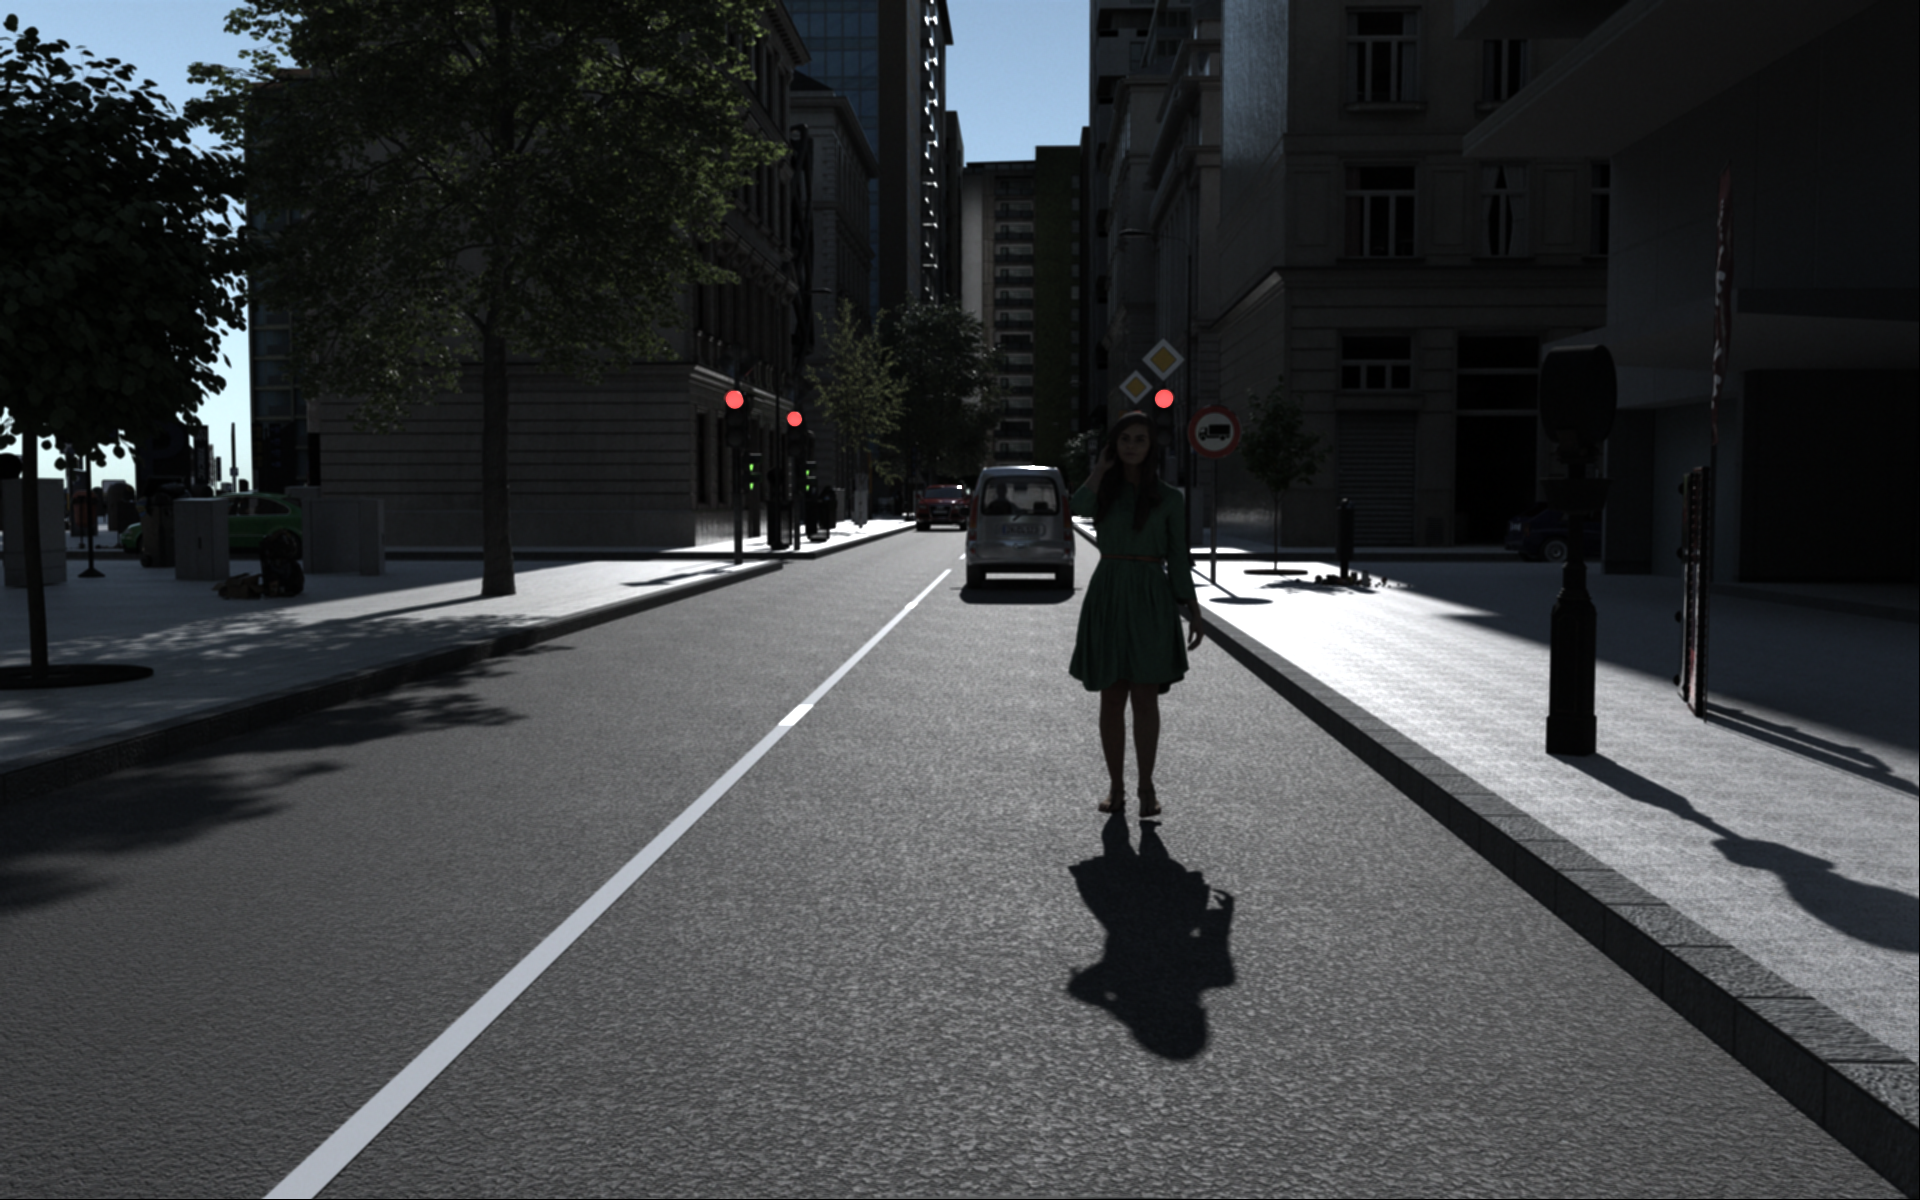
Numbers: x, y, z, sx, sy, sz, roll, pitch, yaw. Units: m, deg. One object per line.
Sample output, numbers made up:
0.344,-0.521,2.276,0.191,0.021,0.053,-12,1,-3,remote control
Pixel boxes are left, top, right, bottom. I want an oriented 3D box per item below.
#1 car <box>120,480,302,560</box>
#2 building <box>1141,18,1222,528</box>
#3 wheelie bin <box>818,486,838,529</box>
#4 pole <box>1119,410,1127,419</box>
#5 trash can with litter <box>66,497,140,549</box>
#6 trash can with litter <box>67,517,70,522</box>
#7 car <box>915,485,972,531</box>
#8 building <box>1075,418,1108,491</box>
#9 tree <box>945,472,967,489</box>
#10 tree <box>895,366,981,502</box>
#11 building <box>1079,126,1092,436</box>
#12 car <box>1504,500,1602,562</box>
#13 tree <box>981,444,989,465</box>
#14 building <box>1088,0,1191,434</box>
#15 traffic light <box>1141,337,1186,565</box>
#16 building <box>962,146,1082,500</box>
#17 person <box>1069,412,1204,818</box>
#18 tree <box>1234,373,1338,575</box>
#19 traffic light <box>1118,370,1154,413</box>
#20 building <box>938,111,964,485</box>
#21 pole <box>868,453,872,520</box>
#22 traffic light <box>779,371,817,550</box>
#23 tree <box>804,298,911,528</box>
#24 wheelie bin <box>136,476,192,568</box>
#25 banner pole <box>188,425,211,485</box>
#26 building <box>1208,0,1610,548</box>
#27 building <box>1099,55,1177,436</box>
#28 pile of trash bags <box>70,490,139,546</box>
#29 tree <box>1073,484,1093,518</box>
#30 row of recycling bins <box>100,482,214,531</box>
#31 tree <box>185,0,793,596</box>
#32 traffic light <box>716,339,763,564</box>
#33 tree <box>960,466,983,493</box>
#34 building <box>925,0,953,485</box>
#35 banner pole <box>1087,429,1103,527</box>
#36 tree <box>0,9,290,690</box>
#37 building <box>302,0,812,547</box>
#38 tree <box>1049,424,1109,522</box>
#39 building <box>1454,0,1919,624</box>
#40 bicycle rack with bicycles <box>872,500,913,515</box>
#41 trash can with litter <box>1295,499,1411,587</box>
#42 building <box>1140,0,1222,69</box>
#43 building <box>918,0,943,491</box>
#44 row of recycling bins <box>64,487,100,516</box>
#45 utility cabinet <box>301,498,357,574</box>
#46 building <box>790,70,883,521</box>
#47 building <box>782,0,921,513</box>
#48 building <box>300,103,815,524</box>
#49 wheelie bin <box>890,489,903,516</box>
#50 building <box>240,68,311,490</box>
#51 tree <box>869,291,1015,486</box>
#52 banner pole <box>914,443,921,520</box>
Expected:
-15.232,-1.696,36.533,4.718,1.807,1.959,0,4,2,car
15.353,-14.341,76.271,13.314,21.916,24.055,0,4,2,building
-4.923,-3.468,64.607,0.693,1.594,0.980,-1,4,-20,wheelie bin
3.972,-2.962,42.265,0.158,3.312,0.155,0,3,0,pole
-20.060,-1.825,40.897,2.233,1.210,1.678,-3,5,-41,trash can with litter
-38.304,-3.909,75.299,0.624,1.170,1.055,1,4,20,trash can with litter
-0.607,-3.726,69.599,2.281,1.827,5.304,0,4,4,car
21.964,-45.127,176.074,20.563,71.187,20.611,0,4,2,building
-0.415,-9.195,144.943,1.663,3.219,1.824,0,3,0,tree
-1.979,-9.203,100.837,4.737,8.622,4.395,0,3,0,tree
21.401,-34.011,206.190,14.200,45.320,14.600,0,4,2,building
13.065,-1.359,34.795,3.894,1.354,1.945,0,4,3,car
1.047,-13.489,170.909,4.737,8.622,4.395,0,3,0,tree
25.212,-34.449,152.480,28.713,52.752,27.495,0,4,2,building
3.630,-2.586,31.205,0.839,4.253,0.868,0,4,2,traffic light
7.253,-31.979,206.456,14.086,41.232,14.154,0,4,2,building
0.775,0.062,7.736,0.600,1.795,0.529,0,3,0,person
5.212,-2.029,27.771,1.663,3.219,1.824,0,3,0,tree
3.949,-3.074,39.184,0.839,4.253,0.868,0,4,2,traffic light
-10.443,-35.875,210.263,21.600,48.544,21.300,0,4,2,building
-4.424,-5.581,85.091,0.158,3.312,0.155,0,3,0,pole
-3.707,-3.092,39.473,0.839,4.253,0.868,0,4,2,traffic light
-3.710,-6.975,64.403,4.360,8.622,3.978,0,3,0,tree
-13.923,-1.377,30.424,0.693,1.594,0.980,2,4,30,wheelie bin
-24.319,-3.985,55.168,0.863,3.779,0.401,-3,5,-41,banner pole
22.244,-13.114,47.690,30.059,22.955,16.112,0,4,2,building
14.805,-18.571,100.900,12.463,27.353,25.104,0,4,2,building
-20.438,-2.055,43.348,3.447,1.369,1.912,0,4,-5,pile of trash bags
6.651,-5.960,92.042,1.663,3.219,1.824,0,3,0,tree
-28.381,-3.328,61.519,3.534,1.692,1.069,-3,5,-43,row of recycling bins
-5.485,-6.329,21.605,7.486,12.596,7.792,0,3,0,tree
-4.026,-2.604,31.494,0.839,4.253,0.868,0,4,2,traffic light
1.572,-12.155,182.445,4.285,4.588,4.351,0,3,0,tree
-15.021,-35.800,174.571,27.495,52.752,28.713,0,4,2,building
5.247,-4.699,66.841,0.863,3.779,0.401,-2,4,-31,banner pole
-6.347,-1.728,11.971,4.285,4.588,4.351,0,3,0,tree
-10.783,-11.388,50.822,10.561,19.102,19.286,0,4,2,building
6.452,-6.150,84.263,4.285,4.588,4.351,0,3,0,tree
20.885,-25.954,13.590,28.713,52.752,27.495,0,4,2,building
-4.367,-5.776,107.818,2.925,0.926,2.852,-1,4,-16,bicycle rack with bicycles
5.694,-0.850,24.957,1.678,1.210,2.233,1,4,18,trash can with litter
26.270,-26.619,127.105,32.217,40.220,23.993,0,4,2,building
-13.352,-32.069,143.943,23.786,49.044,30.456,0,4,2,building
-51.142,-5.694,100.215,3.534,1.692,1.069,0,4,6,row of recycling bins
-10.185,-1.043,28.207,0.306,1.237,1.020,3,4,38,utility cabinet
-10.475,-16.133,92.651,11.050,23.489,19.941,0,4,2,building
-10.110,-28.830,121.484,14.600,45.320,14.200,0,4,2,building
-14.434,-12.328,69.007,16.820,18.784,16.811,0,4,2,building
-3.740,-5.827,103.175,0.693,1.594,0.980,-2,4,-23,wheelie bin
-57.186,-32.073,179.019,28.867,44.769,22.147,0,4,2,building
-1.632,-12.402,109.435,9.857,13.997,8.962,0,3,0,tree
-2.069,-5.863,85.876,0.401,3.779,0.863,1,4,16,banner pole
